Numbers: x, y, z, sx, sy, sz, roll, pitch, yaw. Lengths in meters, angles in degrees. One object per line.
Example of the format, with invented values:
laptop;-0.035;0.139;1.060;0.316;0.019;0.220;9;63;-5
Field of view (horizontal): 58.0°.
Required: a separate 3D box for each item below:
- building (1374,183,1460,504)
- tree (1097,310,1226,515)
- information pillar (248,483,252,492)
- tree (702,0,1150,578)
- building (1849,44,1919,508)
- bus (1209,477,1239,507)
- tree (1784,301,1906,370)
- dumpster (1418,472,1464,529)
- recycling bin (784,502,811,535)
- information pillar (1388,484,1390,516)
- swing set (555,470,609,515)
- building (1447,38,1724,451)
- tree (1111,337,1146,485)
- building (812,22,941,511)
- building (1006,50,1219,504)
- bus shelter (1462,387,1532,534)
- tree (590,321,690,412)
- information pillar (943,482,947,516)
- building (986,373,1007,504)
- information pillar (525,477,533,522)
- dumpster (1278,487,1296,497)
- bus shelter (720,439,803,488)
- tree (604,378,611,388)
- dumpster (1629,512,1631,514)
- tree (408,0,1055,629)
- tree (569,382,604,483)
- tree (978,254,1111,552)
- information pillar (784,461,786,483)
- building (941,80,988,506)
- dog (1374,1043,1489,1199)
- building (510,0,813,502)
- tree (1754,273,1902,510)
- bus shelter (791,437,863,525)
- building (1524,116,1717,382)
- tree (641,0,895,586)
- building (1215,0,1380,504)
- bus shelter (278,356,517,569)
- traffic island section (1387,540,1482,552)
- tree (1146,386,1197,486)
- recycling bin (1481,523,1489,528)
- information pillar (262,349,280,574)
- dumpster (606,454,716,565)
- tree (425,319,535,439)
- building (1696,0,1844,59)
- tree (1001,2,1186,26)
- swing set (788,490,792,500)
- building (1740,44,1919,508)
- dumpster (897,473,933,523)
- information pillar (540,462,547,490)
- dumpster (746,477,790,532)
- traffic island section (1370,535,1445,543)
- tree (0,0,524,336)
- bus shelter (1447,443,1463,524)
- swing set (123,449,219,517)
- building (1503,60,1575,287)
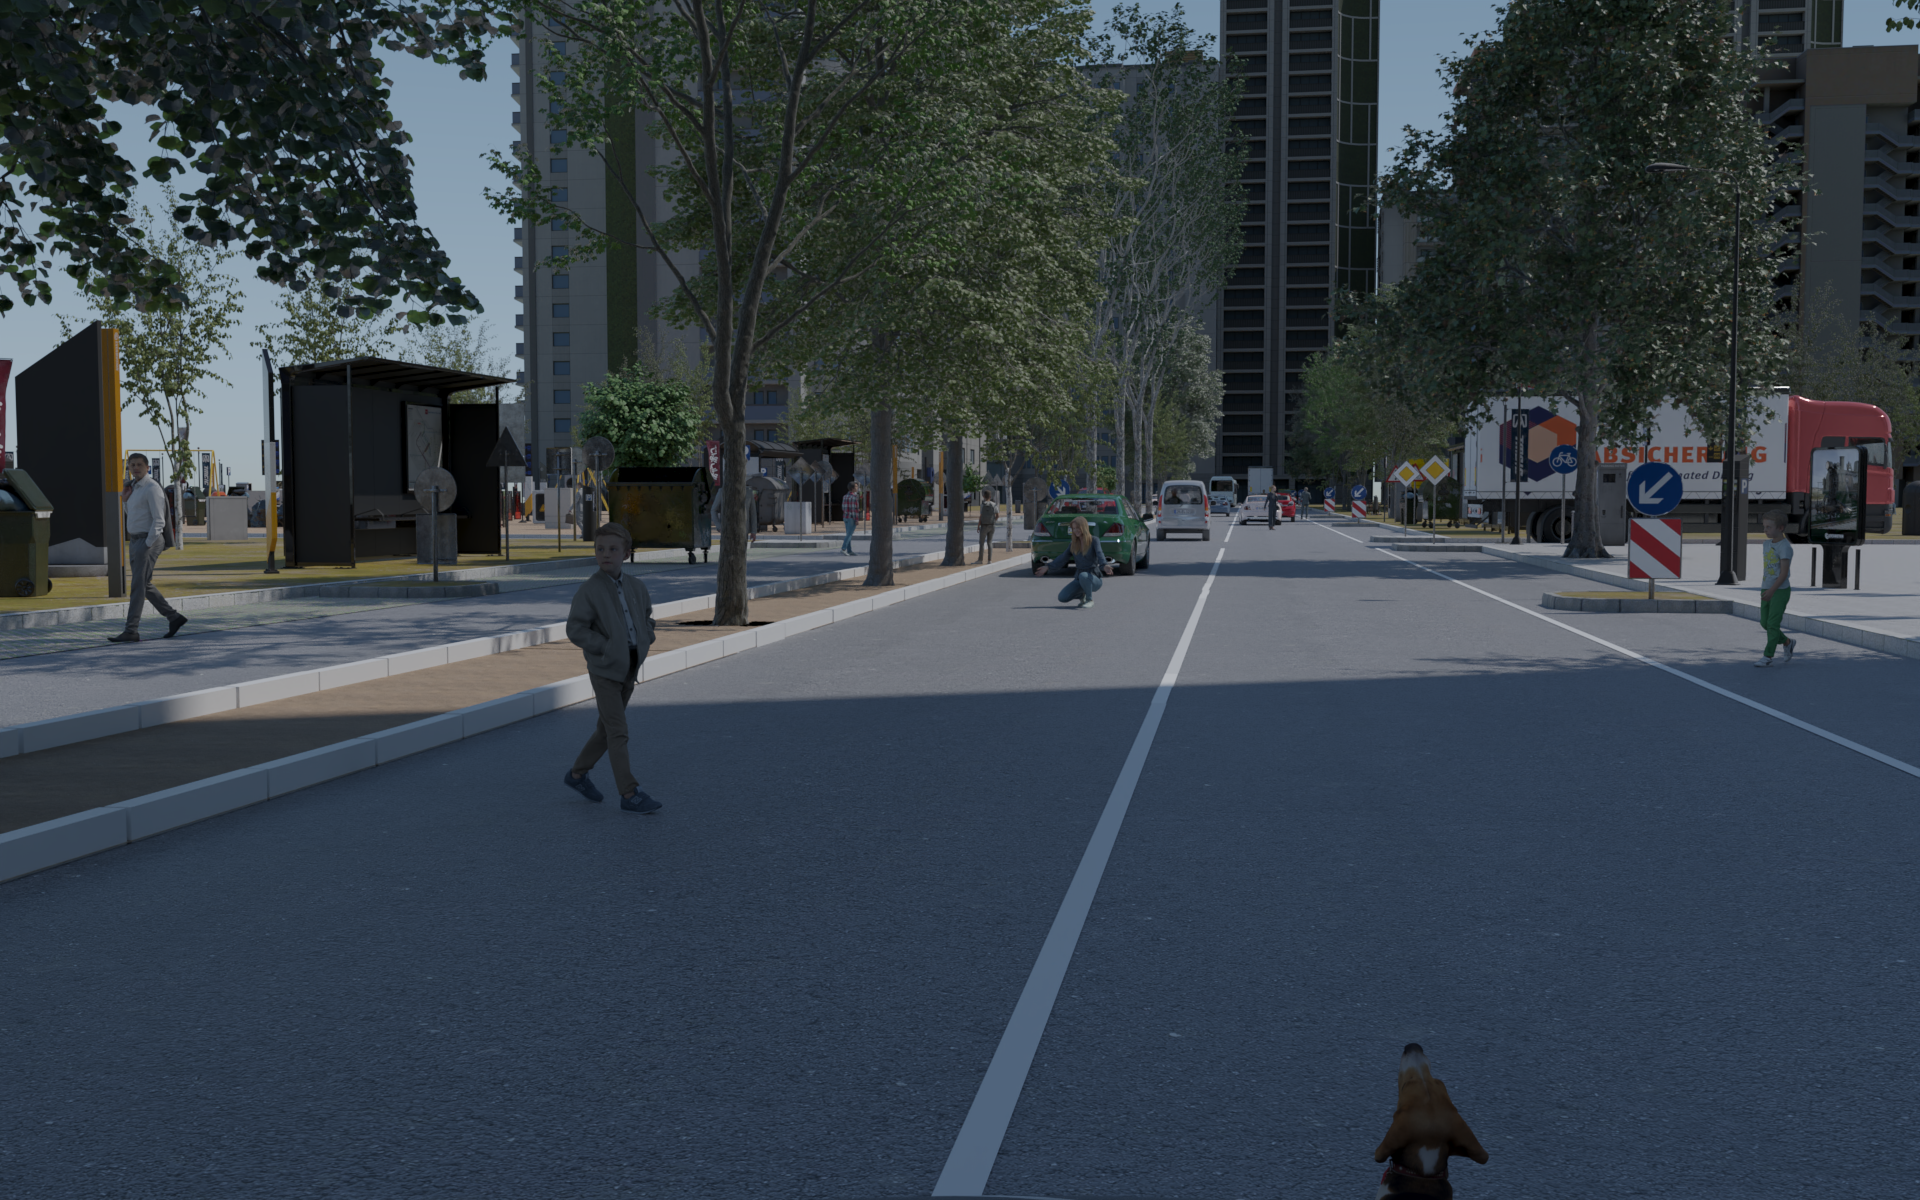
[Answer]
building;61.878;-33.179;226.077;14.086;41.232;14.154;1;4;9
tree;13.801;-12.843;119.088;9.857;13.997;8.962;0;3;0
information pillar;-47.862;-6.861;116.673;0.304;2.012;0.304;-2;4;-30
tree;-0.148;-6.970;34.541;7.486;12.596;7.792;0;3;0
building;97.987;-31.788;169.840;14.200;45.320;14.600;1;4;9
bus;28.802;-11.883;189.147;2.948;3.499;13.247;1;4;10
tree;35.913;-7.259;69.055;4.360;8.622;3.978;0;3;0
dumpster;18.109;-3.838;65.245;1.502;2.255;1.985;1;4;9
recycling bin;-5.166;-2.608;55.194;0.722;1.027;0.722;1;4;9
information pillar;24.678;-5.781;99.006;0.304;2.012;0.304;-3;5;-44
swing set;-19.445;-5.520;87.871;2.862;2.851;3.119;0;4;6
building;59.640;-31.408;168.148;22.147;44.769;28.867;1;4;9
tree;3.403;-6.227;54.637;4.737;8.622;4.395;0;3;0
building;-14.362;-36.947;146.089;21.231;58.520;28.212;1;4;9
building;20.837;-42.397;235.186;28.212;58.520;21.231;1;4;9
bus shelter;19.041;-5.006;59.474;2.179;5.291;8.768;1;4;9
tree;-13.245;-7.509;73.130;4.360;8.622;3.978;0;3;0
information pillar;-0.904;-5.809;99.467;0.304;2.012;0.304;-2;4;-30
building;-5.952;-40.052;244.092;27.495;52.752;28.713;1;4;9
information pillar;-20.136;-5.471;80.798;0.504;3.616;0.183;3;4;37
dumpster;36.715;-11.601;194.624;1.985;2.255;1.502;1;4;9
bus shelter;-7.559;-4.360;65.207;2.014;3.302;5.546;1;4;9
tree;-15.491;-8.603;91.018;4.737;8.622;4.395;0;3;0
dumpster;20.340;-3.183;54.534;1.502;2.255;1.985;1;4;9
tree;-2.401;-5.513;18.358;9.928;11.665;9.643;0;3;0
tree;-23.085;-9.786;110.358;4.737;8.622;4.395;0;3;0
tree;1.215;-5.466;42.191;4.737;8.622;4.395;0;3;0
information pillar;-11.145;-7.227;109.519;0.183;3.616;0.504;1;4;17
building;-8.554;-45.551;183.004;20.611;71.187;20.563;1;4;9
dog;0.720;1.050;3.034;0.748;0.427;0.550;-2;4;-33
building;-32.737;-39.518;188.118;28.212;58.520;21.231;1;4;9
tree;28.354;-6.623;58.644;4.360;8.622;3.978;0;3;0
bus shelter;-5.712;-5.119;74.974;1.731;3.624;6.357;1;4;9
building;50.579;-22.148;133.814;14.160;30.474;14.107;1;4;9
tree;-1.275;-6.512;27.053;7.486;12.596;7.792;0;3;0
building;44.875;-48.458;230.543;20.611;71.187;20.563;1;4;9
bus shelter;-10.427;-2.534;32.715;1.731;3.624;6.357;1;4;9
traffic island section;12.136;-1.346;44.286;2.009;0.180;2.903;1;4;9
tree;13.214;-9.728;111.865;4.737;8.622;4.395;0;3;0
recycling bin;20.512;-3.295;66.425;0.722;1.027;0.722;-2;4;-24
information pillar;-11.072;-2.228;27.784;0.183;3.616;0.504;-2;4;-32
dumpster;-6.126;-1.866;35.465;1.985;2.255;1.502;1;4;10
tree;-20.143;-7.435;71.931;4.360;8.622;3.978;0;3;0
building;100.923;-47.934;221.977;20.611;71.187;20.563;1;4;9
tree;3.749;-12.571;63.884;12.611;20.169;13.585;0;3;0
swing set;-7.637;-5.611;89.360;2.862;2.851;3.119;0;4;6
building;83.900;-31.900;171.680;14.200;45.320;14.600;1;4;9
dumpster;-2.120;-4.627;78.141;1.502;2.255;1.985;1;4;9
information pillar;-29.872;-8.122;124.145;0.504;3.616;0.183;0;4;3
dumpster;-6.613;-3.254;58.969;1.264;1.857;1.865;1;4;10
traffic island section;13.435;-1.828;52.166;2.009;0.180;2.903;1;4;9
tree;-4.821;-5.984;6.955;9.857;13.997;8.962;0;3;0
bus shelter;21.959;-5.864;73.515;2.179;5.291;8.768;1;4;10
swing set;-27.671;-3.879;61.037;3.119;2.851;2.862;-1;4;-13
building;52.950;-28.381;147.630;14.154;41.232;14.086;1;4;9
